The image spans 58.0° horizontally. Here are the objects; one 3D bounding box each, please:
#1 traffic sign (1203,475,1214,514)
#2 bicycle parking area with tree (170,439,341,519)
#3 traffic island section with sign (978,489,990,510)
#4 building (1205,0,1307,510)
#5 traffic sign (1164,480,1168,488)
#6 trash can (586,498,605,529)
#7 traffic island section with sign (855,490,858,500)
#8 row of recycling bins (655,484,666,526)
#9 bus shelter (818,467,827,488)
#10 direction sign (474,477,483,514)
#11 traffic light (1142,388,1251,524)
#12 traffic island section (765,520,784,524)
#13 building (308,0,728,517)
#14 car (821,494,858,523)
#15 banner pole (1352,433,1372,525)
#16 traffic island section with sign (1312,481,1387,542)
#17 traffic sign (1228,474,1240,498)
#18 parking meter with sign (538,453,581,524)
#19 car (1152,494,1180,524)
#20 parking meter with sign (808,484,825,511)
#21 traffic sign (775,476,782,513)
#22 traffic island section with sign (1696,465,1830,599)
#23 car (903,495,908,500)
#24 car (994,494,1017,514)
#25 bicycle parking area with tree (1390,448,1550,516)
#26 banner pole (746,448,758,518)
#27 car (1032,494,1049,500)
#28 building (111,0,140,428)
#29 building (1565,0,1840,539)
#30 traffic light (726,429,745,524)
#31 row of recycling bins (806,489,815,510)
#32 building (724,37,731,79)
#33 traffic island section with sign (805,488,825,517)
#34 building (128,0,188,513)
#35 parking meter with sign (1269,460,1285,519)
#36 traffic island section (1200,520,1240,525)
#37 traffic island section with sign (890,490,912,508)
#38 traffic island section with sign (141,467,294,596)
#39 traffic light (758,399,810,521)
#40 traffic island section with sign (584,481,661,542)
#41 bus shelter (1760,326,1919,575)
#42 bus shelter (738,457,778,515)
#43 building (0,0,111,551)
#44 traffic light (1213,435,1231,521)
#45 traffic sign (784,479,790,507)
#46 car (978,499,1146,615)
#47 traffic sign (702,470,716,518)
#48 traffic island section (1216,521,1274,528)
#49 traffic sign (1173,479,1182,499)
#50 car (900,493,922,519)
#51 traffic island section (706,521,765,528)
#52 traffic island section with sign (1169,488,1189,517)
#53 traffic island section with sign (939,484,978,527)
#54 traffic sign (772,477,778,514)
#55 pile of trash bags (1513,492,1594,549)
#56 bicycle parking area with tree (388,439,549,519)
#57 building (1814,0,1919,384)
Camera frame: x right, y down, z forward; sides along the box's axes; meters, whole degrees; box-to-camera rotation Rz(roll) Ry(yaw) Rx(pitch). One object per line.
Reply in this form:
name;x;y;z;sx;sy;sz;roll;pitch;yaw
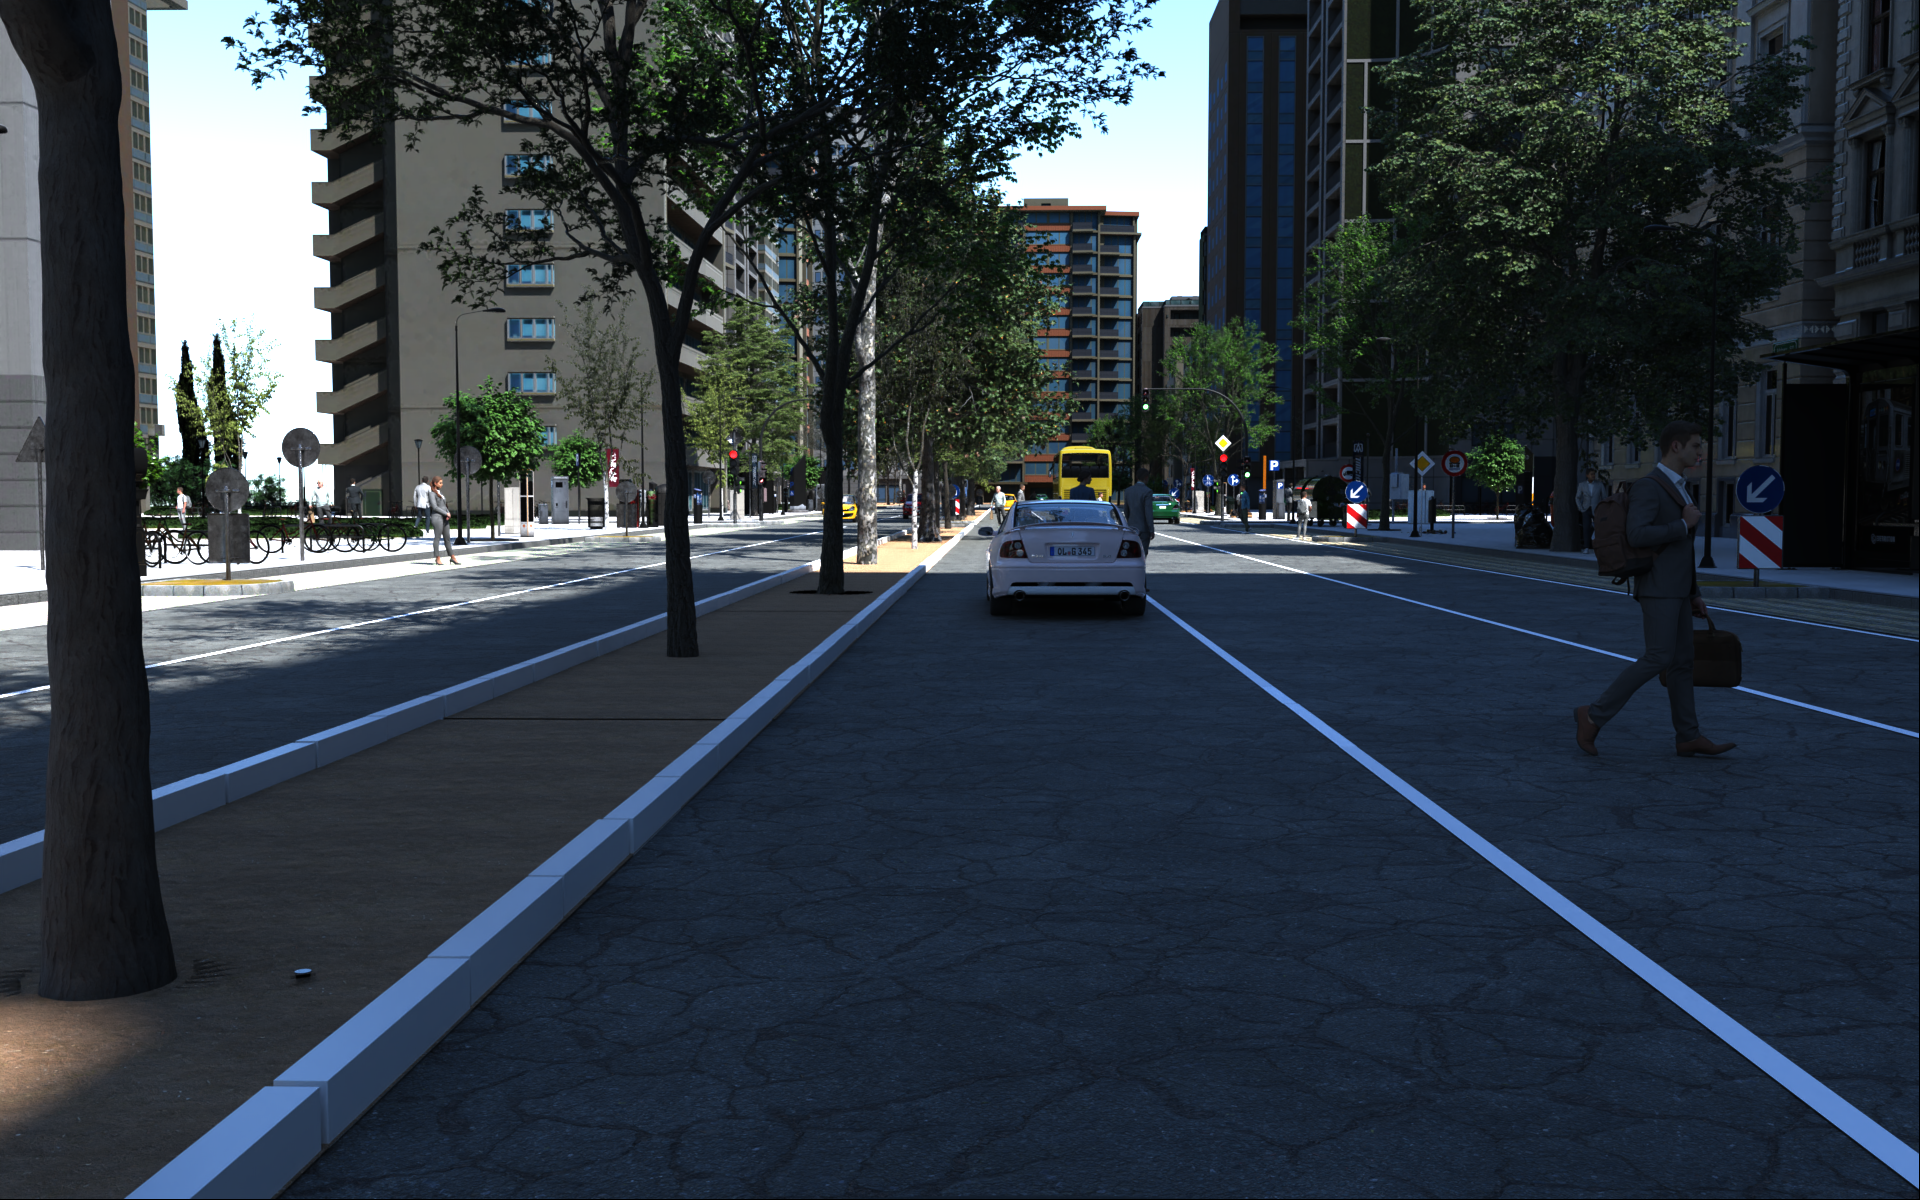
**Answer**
traffic sign;16.237;-6.920;113.250;0.768;2.556;0.104;0;4;2
bicycle parking area with tree;-37.359;-6.404;91.707;8.231;4.147;9.016;-2;4;-25
traffic island section with sign;1.766;-9.134;157.477;2.006;1.907;1.989;0;4;2
building;28.960;-30.498;148.759;14.600;45.320;14.200;0;4;2
traffic sign;17.880;-9.307;152.282;0.768;2.556;0.104;0;4;8
trash can;-13.327;-3.169;63.465;0.748;1.137;0.748;0;3;0
traffic island section with sign;-7.781;-7.719;134.835;1.989;1.847;2.006;0;4;2
row of recycling bins;-11.906;-3.938;71.505;1.069;1.692;3.534;0;4;0
bus shelter;-10.561;-9.300;143.336;1.731;3.624;6.357;0;4;1
direction sign;-23.186;-5.625;83.958;0.876;3.537;0.379;-2;4;-34
traffic light;10.142;-6.086;74.175;4.771;5.953;1.251;0;4;2
traffic island section;-9.537;-3.712;82.965;2.009;0.180;2.903;0;4;2
building;-26.809;-29.534;106.584;21.300;48.544;21.600;0;4;2
car;-5.978;-4.760;88.057;2.015;1.641;3.980;0;4;2
banner pole;16.560;-4.976;71.376;0.863;3.779;0.401;2;4;27
traffic island section with sign;11.668;-2.659;52.108;1.989;1.847;2.006;0;4;2
traffic sign;17.199;-6.649;108.817;0.768;2.556;0.104;0;4;7
parking meter with sign;-17.081;-4.745;73.840;1.738;3.016;0.543;-2;4;-25
car;9.672;-4.449;84.538;2.131;1.459;4.920;0;4;1
parking meter with sign;-10.559;-8.180;130.004;1.738;3.016;0.543;-1;4;-20
traffic sign;-12.425;-7.199;117.804;0.768;2.556;0.104;0;4;8
traffic island section with sign;10.898;-0.974;24.557;1.989;1.847;2.006;0;4;2
car;-4.370;-9.557;165.293;2.155;1.783;4.494;0;4;1
car;3.438;-7.192;127.811;2.015;1.641;3.980;0;4;2
bicycle parking area with tree;31.202;-7.301;106.375;9.016;4.147;8.231;1;4;9
banner pole;-11.212;-6.340;93.680;0.863;3.779;0.401;3;5;42
car;9.889;-12.204;211.336;2.131;1.459;4.920;0;3;0
building;-40.075;-25.156;61.419;14.200;45.320;14.600;0;4;2
building;28.679;-16.444;54.764;13.634;28.700;20.117;0;4;2
traffic light;-9.718;-5.255;74.848;0.839;4.253;0.868;0;4;2
row of recycling bins;-11.060;-7.873;135.841;3.534;1.692;1.069;3;5;40
building;-30.814;-29.884;143.225;22.147;44.769;28.867;0;4;2
traffic island section with sign;-8.523;-6.050;107.550;1.989;1.847;2.006;0;4;2
building;-65.863;-25.343;106.238;23.993;40.220;32.217;0;4;2
parking meter with sign;16.189;-5.621;88.162;0.543;3.016;1.738;0;4;-5
traffic island section;12.496;-3.674;82.353;2.009;0.180;2.903;0;4;2
traffic island section with sign;-6.392;-10.768;184.677;1.989;1.847;2.006;0;4;2
traffic island section with sign;-10.813;-1.004;25.036;1.989;1.847;2.006;0;4;2
traffic light;-7.403;-6.614;82.807;4.771;5.953;1.251;0;4;2
traffic island section with sign;-10.067;-2.652;51.981;1.989;1.847;2.006;0;4;2
bus shelter;14.291;-2.142;26.297;1.731;3.624;6.357;0;4;2
bus shelter;-12.587;-7.174;108.581;1.731;3.624;6.357;0;4;1
building;-31.656;-29.709;27.746;21.231;58.520;28.212;0;4;2
traffic light;12.456;-5.708;82.240;0.839;4.253;0.868;0;4;2
traffic sign;-12.054;-7.287;121.276;0.606;2.300;0.079;1;4;8
car;1.272;-0.580;21.846;2.083;1.381;4.827;0;3;0
traffic sign;-13.545;-5.705;93.388;0.768;2.556;0.104;1;4;11
traffic island section;12.275;-3.186;74.371;2.009;0.180;2.903;0;4;2
traffic sign;18.028;-8.764;143.390;0.768;2.556;0.104;1;4;9
car;-2.387;-5.618;100.896;2.155;1.783;4.494;0;4;0
traffic island section;-9.758;-3.223;74.983;2.009;0.180;2.903;0;4;2
traffic island section with sign;13.216;-6.082;108.064;1.989;1.847;2.006;0;4;2
traffic island section with sign;-0.303;-4.540;82.367;2.006;1.907;1.989;0;4;2
traffic sign;-12.148;-6.852;112.135;0.768;2.556;0.104;0;4;7
pile of trash bags;14.399;-1.966;41.892;1.912;1.369;3.447;1;4;20
bicycle parking area with tree;-25.793;-6.384;91.379;8.231;4.147;9.016;0;4;6
building;27.035;-12.605;34.970;11.050;23.489;19.941;0;4;2
